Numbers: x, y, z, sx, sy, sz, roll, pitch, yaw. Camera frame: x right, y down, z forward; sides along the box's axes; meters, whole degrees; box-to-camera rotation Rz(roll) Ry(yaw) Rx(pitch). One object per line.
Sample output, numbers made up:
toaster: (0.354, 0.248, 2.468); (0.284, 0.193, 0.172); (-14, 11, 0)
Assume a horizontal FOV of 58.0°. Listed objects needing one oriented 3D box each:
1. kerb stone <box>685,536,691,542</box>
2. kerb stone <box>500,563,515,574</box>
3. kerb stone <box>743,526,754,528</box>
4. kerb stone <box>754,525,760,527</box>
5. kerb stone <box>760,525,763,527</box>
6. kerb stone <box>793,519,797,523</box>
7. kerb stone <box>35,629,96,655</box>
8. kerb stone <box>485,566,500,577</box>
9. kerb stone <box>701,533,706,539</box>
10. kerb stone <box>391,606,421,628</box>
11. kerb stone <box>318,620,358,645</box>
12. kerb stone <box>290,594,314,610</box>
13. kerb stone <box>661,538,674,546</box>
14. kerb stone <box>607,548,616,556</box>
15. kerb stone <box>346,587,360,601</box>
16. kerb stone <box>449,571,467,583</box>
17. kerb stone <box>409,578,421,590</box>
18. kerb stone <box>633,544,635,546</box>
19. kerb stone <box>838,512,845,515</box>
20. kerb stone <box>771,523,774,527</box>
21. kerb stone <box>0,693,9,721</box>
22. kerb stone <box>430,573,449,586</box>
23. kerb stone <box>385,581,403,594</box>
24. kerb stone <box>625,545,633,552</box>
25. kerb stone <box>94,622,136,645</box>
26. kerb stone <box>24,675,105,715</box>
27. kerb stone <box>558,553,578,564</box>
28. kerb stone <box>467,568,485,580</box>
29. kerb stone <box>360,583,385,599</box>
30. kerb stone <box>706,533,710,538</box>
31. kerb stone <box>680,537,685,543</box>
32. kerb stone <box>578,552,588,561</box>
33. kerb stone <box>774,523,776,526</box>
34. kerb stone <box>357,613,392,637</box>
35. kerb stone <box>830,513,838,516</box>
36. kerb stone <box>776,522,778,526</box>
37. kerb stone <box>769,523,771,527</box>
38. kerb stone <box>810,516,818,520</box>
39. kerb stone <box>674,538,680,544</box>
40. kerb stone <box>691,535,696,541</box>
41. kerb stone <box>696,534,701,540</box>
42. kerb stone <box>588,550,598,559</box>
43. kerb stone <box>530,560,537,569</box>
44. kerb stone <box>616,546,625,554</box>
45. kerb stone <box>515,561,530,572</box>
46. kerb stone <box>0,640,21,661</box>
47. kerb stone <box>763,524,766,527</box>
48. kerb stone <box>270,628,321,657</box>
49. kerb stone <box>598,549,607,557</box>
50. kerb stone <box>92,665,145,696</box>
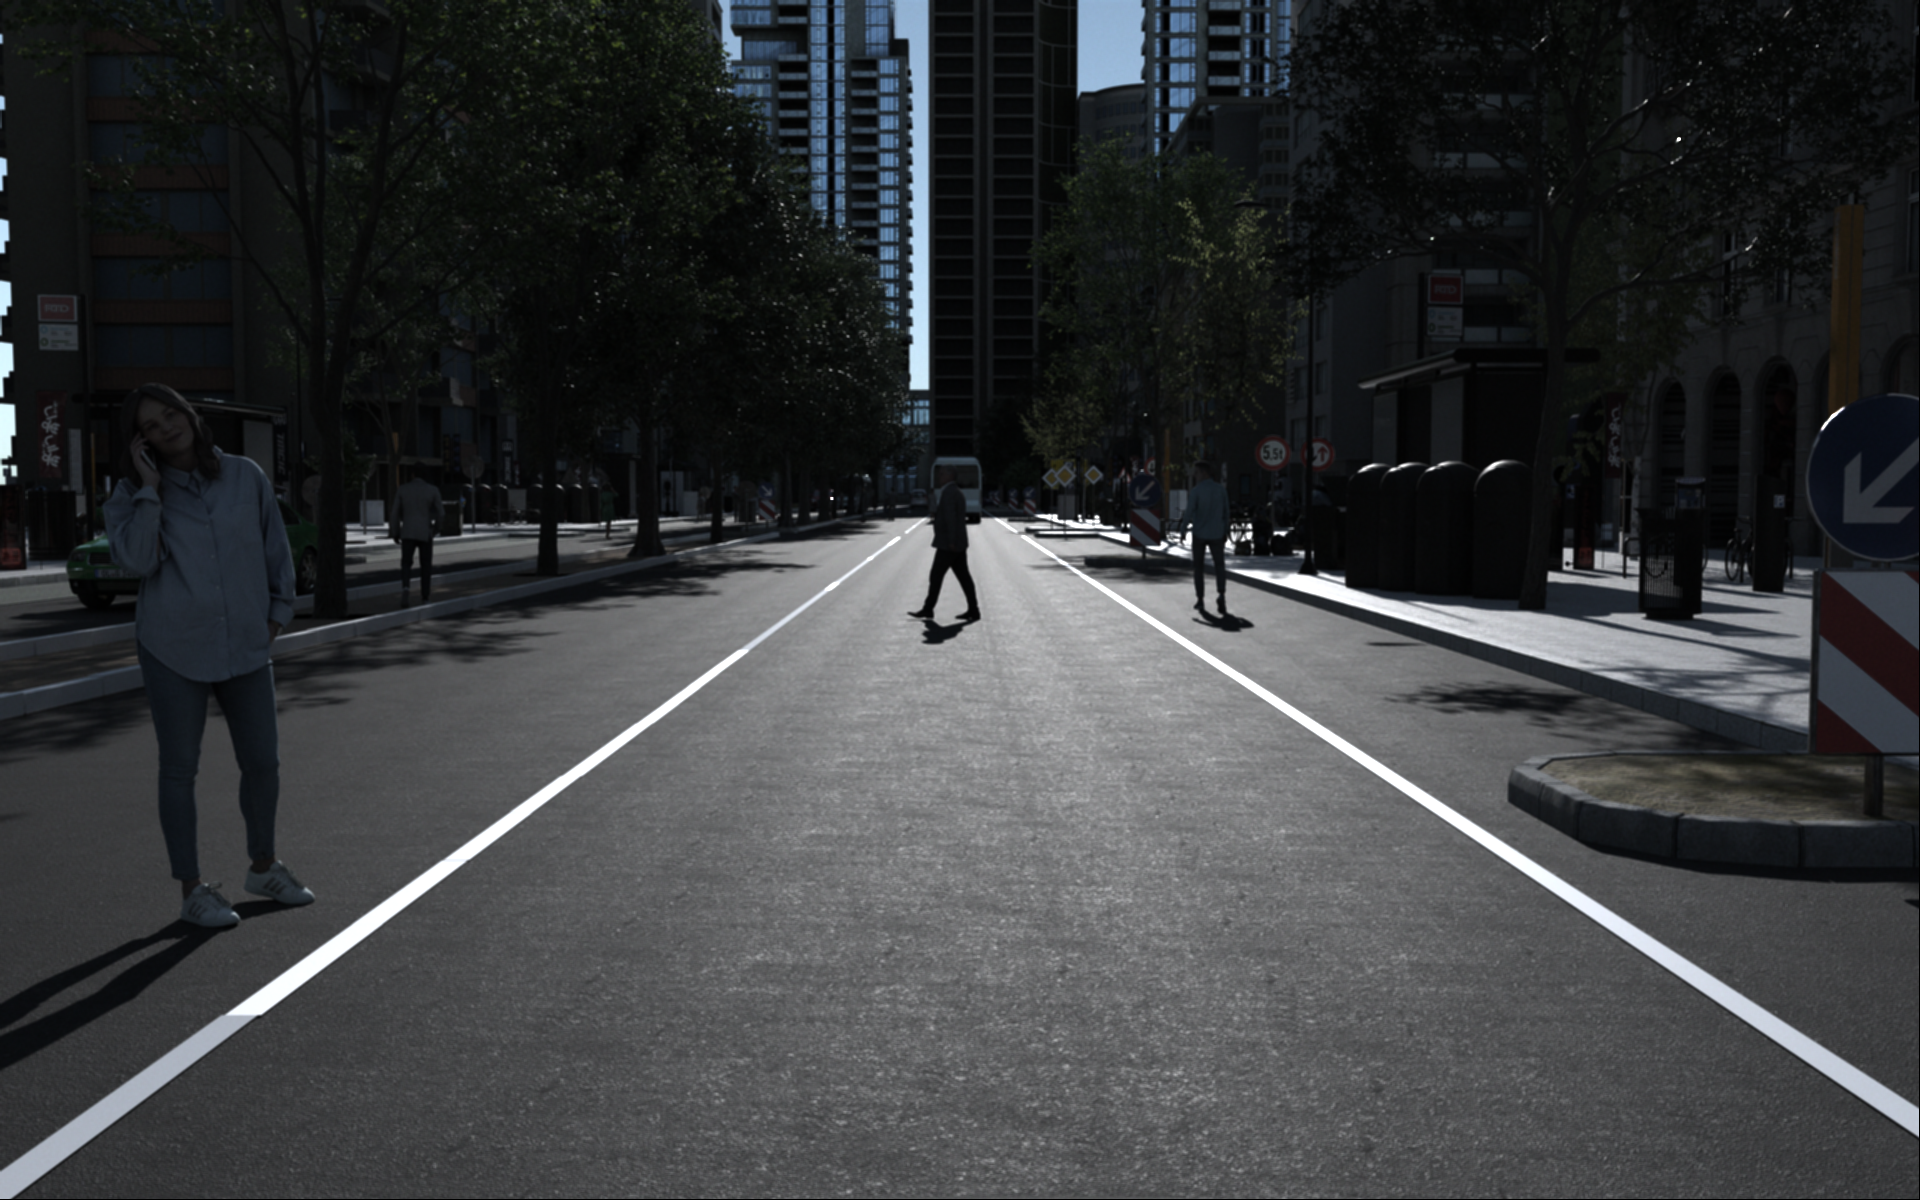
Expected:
kerb stone: (-8.245, -1.796, 51.639); (0.120, 0.150, 1.000); (0, 3, 0)
kerb stone: (-8.228, -0.540, 31.137); (0.120, 0.150, 1.000); (0, 3, 0)
kerb stone: (-8.253, -2.777, 67.598); (0.120, 0.150, 1.000); (0, 3, 0)
kerb stone: (-8.251, -2.902, 69.648); (0.120, 0.150, 1.000); (0, 3, 0)
kerb stone: (-8.261, -2.965, 70.670); (0.120, 0.150, 1.000); (0, 3, 0)
kerb stone: (-8.272, -4.031, 88.100); (0.120, 0.150, 1.000); (0, 3, 0)
kerb stone: (-8.207, 0.392, 15.778); (0.120, 0.150, 1.000); (0, 3, 0)
kerb stone: (-8.230, -0.481, 30.099); (0.120, 0.150, 1.000); (0, 3, 0)
kerb stone: (-8.251, -1.986, 54.728); (0.120, 0.150, 1.000); (0, 3, 0)
kerb stone: (-6.122, 0.206, 18.902); (0.120, 0.150, 1.000); (0, 3, 0)
kerb stone: (-6.113, 0.327, 16.848); (0.120, 0.150, 1.000); (0, 3, 0)
kerb stone: (-8.231, 0.017, 21.920); (0.120, 0.150, 1.000); (0, 3, 0)
kerb stone: (-8.240, -1.613, 48.563); (0.120, 0.150, 1.000); (0, 3, 0)
kerb stone: (-8.235, -1.112, 40.369); (0.120, 0.150, 1.000); (0, 3, 0)
kerb stone: (-8.217, -0.046, 22.942); (0.120, 0.150, 1.000); (0, 3, 0)
kerb stone: (-8.224, -0.355, 28.056); (0.120, 0.150, 1.000); (0, 3, 0)
kerb stone: (-8.215, -0.233, 26.012); (0.120, 0.150, 1.000); (0, 3, 0)
kerb stone: (-8.230, -1.299, 43.436); (0.120, 0.150, 1.000); (0, 3, 0)
kerb stone: (-8.304, -6.036, 120.883); (0.120, 0.150, 1.000); (0, 3, 0)
kerb stone: (-8.254, -3.215, 74.774); (0.120, 0.150, 1.000); (0, 3, 0)
kerb stone: (-6.106, 0.704, 10.684); (0.120, 0.150, 1.000); (0, 3, 0)
kerb stone: (-8.226, -0.296, 27.033); (0.120, 0.150, 1.000); (0, 3, 0)
kerb stone: (-8.215, -0.171, 24.986); (0.120, 0.150, 1.000); (0, 3, 0)
kerb stone: (-8.235, -1.237, 42.413); (0.120, 0.150, 1.000); (0, 3, 0)
kerb stone: (-8.211, 0.331, 16.800); (0.120, 0.150, 1.000); (0, 3, 0)
kerb stone: (-6.110, 0.651, 11.722); (0.120, 0.150, 1.000); (0, 3, 0)
kerb stone: (-8.230, -0.854, 36.276); (0.120, 0.150, 1.000); (0, 3, 0)
kerb stone: (-8.223, -0.417, 29.078); (0.120, 0.150, 1.000); (0, 3, 0)
kerb stone: (-8.213, -0.108, 23.964); (0.120, 0.150, 1.000); (0, 3, 0)
kerb stone: (-8.252, -2.053, 55.763); (0.120, 0.150, 1.000); (0, 3, 0)
kerb stone: (-8.246, -1.738, 50.613); (0.120, 0.150, 1.000); (0, 3, 0)
kerb stone: (-8.226, -0.924, 37.302); (0.120, 0.150, 1.000); (0, 3, 0)
kerb stone: (-8.266, -3.278, 75.796); (0.120, 0.150, 1.000); (0, 3, 0)
kerb stone: (-6.110, 0.264, 17.871); (0.120, 0.150, 1.000); (0, 3, 0)
kerb stone: (-8.290, -5.598, 113.715); (0.120, 0.150, 1.000); (0, 3, 0)
kerb stone: (-8.256, -3.341, 76.818); (0.120, 0.150, 1.000); (0, 3, 0)
kerb stone: (-8.263, -3.153, 73.745); (0.120, 0.150, 1.000); (0, 3, 0)
kerb stone: (-8.279, -4.657, 98.343); (0.120, 0.150, 1.000); (0, 3, 0)
kerb stone: (-8.242, -1.675, 49.591); (0.120, 0.150, 1.000); (0, 3, 0)
kerb stone: (-8.245, -1.864, 52.674); (0.120, 0.150, 1.000); (0, 3, 0)
kerb stone: (-8.244, -1.927, 53.698); (0.120, 0.150, 1.000); (0, 3, 0)
kerb stone: (-8.233, -0.983, 38.324); (0.120, 0.150, 1.000); (0, 3, 0)
kerb stone: (-8.232, -0.673, 33.193); (0.120, 0.150, 1.000); (0, 3, 0)
kerb stone: (-8.235, -1.170, 41.391); (0.120, 0.150, 1.000); (0, 3, 0)
kerb stone: (-8.225, -0.609, 32.159); (0.120, 0.150, 1.000); (0, 3, 0)
kerb stone: (-8.215, 0.455, 14.757); (0.120, 0.150, 1.000); (0, 3, 0)
kerb stone: (-8.262, -3.025, 71.701); (0.120, 0.150, 1.000); (0, 3, 0)
kerb stone: (-6.110, 0.396, 15.821); (0.120, 0.150, 1.000); (0, 3, 0)
kerb stone: (-8.235, -1.049, 39.346); (0.120, 0.150, 1.000); (0, 3, 0)
kerb stone: (-6.111, 0.578, 12.743); (0.120, 0.150, 1.000); (0, 3, 0)
